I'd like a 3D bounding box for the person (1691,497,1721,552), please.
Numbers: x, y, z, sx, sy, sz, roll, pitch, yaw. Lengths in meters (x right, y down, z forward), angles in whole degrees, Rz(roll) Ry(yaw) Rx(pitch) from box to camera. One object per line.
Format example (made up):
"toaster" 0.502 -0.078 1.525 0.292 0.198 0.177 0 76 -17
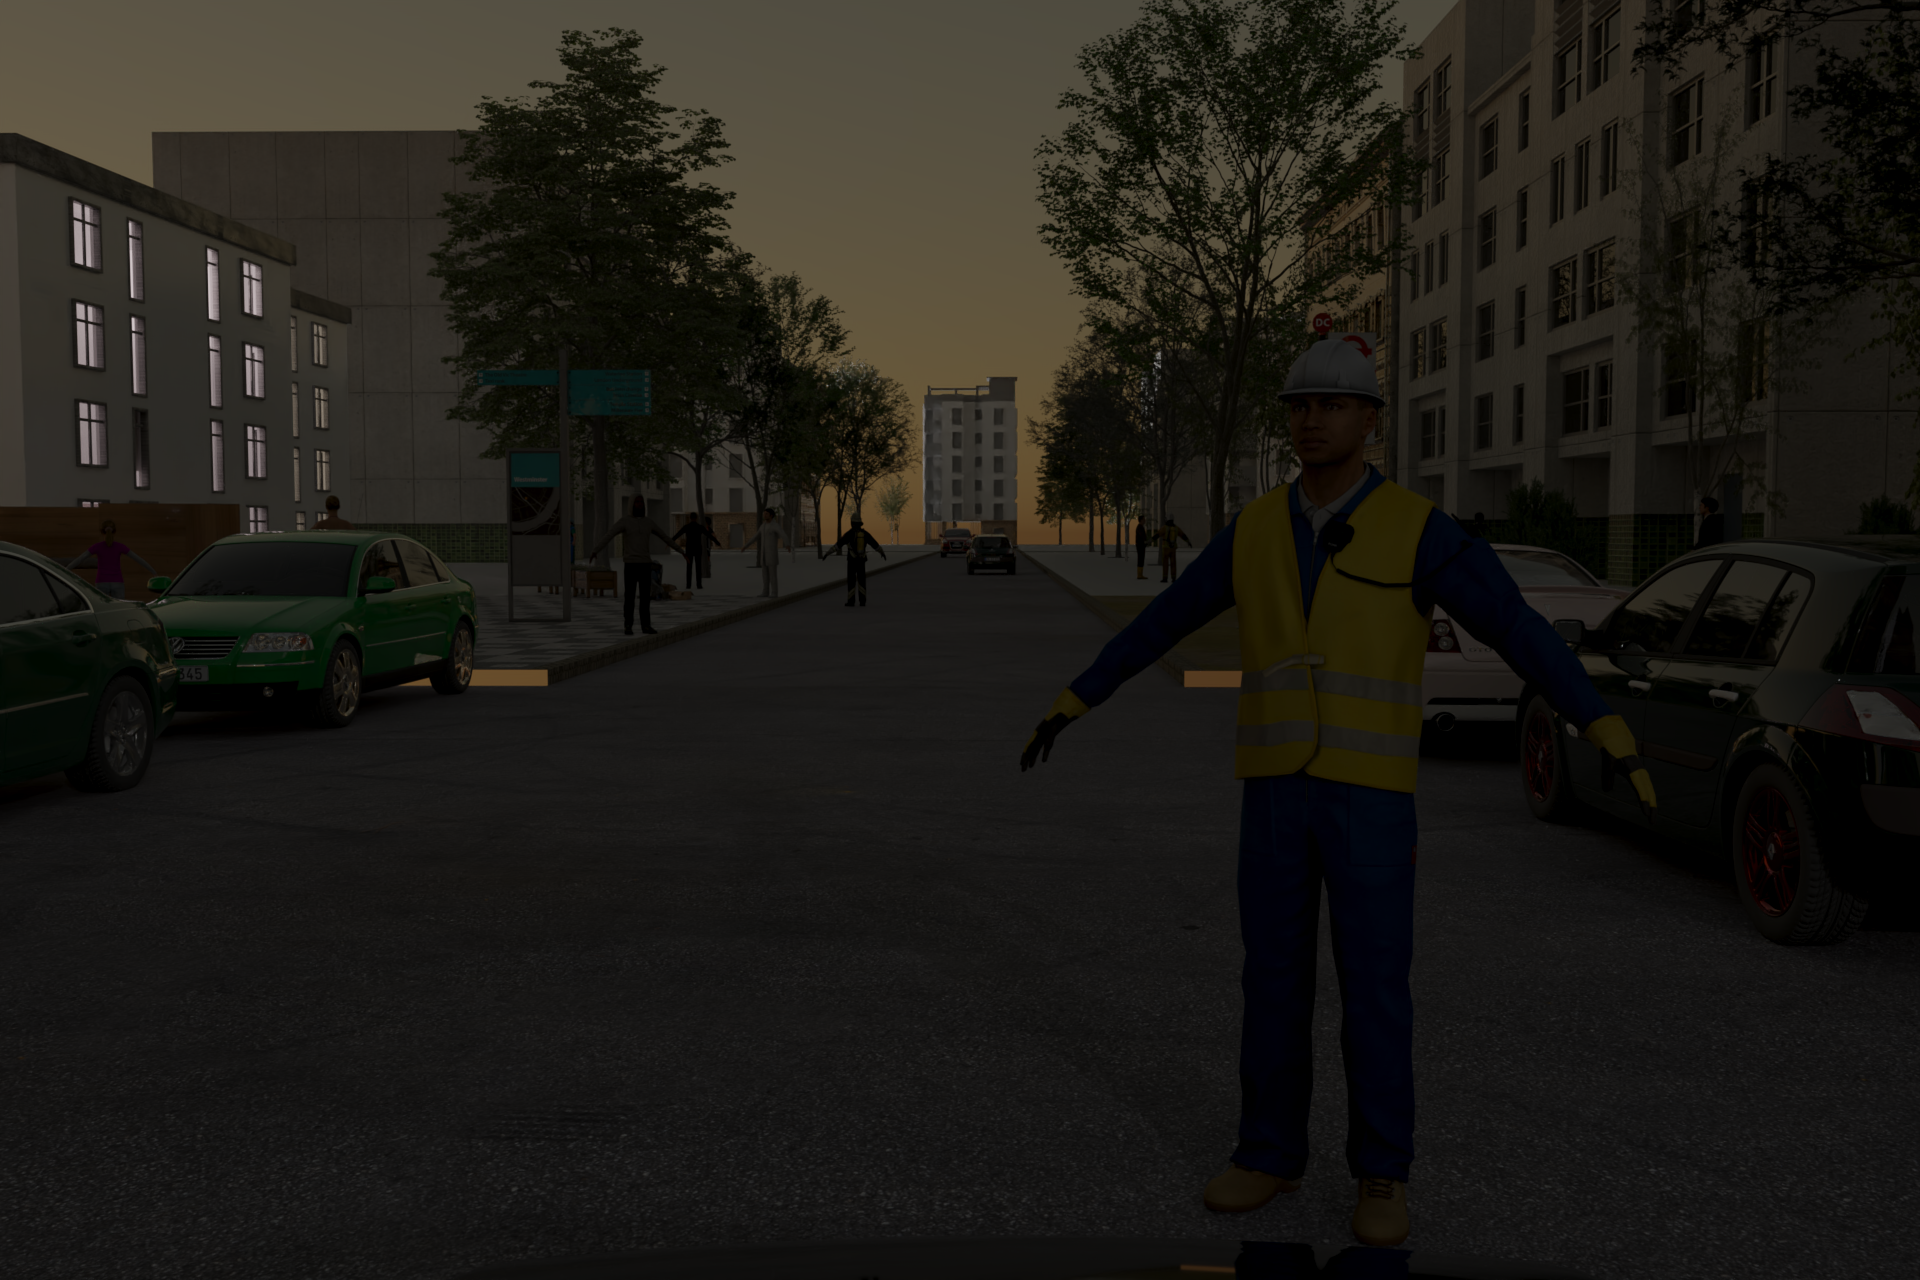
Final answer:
"person" 10.668 -1.137 24.784 0.705 1.806 1.347 2 4 34

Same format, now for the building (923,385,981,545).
"building" -4.181 -21.672 213.221 11.380 20.090 16.016 0 4 7

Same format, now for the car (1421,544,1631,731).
"car" 3.559 -0.029 12.837 2.083 1.381 4.827 0 4 0

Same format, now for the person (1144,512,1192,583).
"person" 5.524 -2.446 45.756 1.354 1.858 0.705 -1 4 -14

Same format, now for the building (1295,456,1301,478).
"building" 25.949 -9.562 98.493 9.099 9.664 28.070 0 4 1

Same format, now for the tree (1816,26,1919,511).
"tree" 13.524 -4.462 23.324 4.737 8.622 4.395 0 3 0

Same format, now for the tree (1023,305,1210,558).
"tree" 8.559 -11.178 93.138 12.009 13.543 11.850 0 3 0

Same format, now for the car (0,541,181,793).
"car" -5.587 0.212 8.335 2.131 1.459 4.920 0 4 1

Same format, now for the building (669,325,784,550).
"building" -21.345 -17.641 144.848 16.016 20.090 11.380 0 4 2

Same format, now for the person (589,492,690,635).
"person" -4.118 -0.981 22.165 1.348 1.813 0.705 -2 4 -31

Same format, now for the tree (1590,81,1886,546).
"tree" 12.301 -4.814 29.069 4.360 8.622 3.978 0 3 0

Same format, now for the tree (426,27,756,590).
"tree" -8.271 -7.399 39.107 7.486 12.596 7.792 0 3 0

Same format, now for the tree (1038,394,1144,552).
"tree" 9.284 -12.451 121.706 7.486 12.596 7.792 0 3 0

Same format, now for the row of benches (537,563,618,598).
"row of benches" -8.108 -1.283 36.438 1.422 0.672 4.104 -2 4 -27

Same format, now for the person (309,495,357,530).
"person" -7.365 -0.827 20.329 1.217 1.733 0.721 -2 4 -30

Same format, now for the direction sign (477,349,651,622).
"direction sign" -5.722 -2.261 25.733 2.525 3.948 1.411 0 4 2

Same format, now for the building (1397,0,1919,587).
"building" 24.748 -11.201 49.589 16.747 18.905 31.486 0 4 1

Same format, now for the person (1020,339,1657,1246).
"person" 0.758 0.294 3.625 1.349 1.833 0.705 2 4 32

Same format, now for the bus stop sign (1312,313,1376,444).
"bus stop sign" 4.587 -1.974 20.975 0.855 3.939 0.416 0 4 1

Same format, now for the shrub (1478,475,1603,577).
"shrub" 7.285 -1.071 21.929 1.690 2.028 1.600 0 3 0

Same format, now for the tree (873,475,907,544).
"tree" -8.144 -16.088 213.402 4.360 8.622 3.978 0 3 0

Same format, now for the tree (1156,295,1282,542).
"tree" 7.708 -6.343 54.071 4.360 8.622 3.978 0 3 0

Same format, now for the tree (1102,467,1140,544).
"tree" 21.145 -18.062 213.447 7.486 12.596 7.792 0 3 0

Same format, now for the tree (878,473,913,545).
"tree" -7.687 -15.727 207.501 4.737 8.622 4.395 0 3 0

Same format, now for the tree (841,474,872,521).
"tree" -12.223 -15.731 207.558 4.360 8.622 3.978 0 3 0

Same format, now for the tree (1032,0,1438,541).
"tree" 4.909 -6.486 31.806 9.928 11.665 9.643 0 3 0

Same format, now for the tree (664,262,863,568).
"tree" -7.541 -8.560 65.704 9.928 11.665 9.643 0 3 0

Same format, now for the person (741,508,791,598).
"person" -3.879 -1.765 35.045 1.347 1.806 0.705 3 4 38

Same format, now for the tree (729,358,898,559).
"tree" -7.280 -9.450 88.926 8.767 10.594 7.601 -2 4 -24

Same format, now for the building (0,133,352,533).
"building" -23.805 -6.632 50.573 9.099 9.664 28.070 0 4 2

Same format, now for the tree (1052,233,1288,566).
"tree" 8.332 -9.767 70.059 12.009 13.543 11.850 0 3 0

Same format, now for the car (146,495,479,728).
"car" -5.371 -0.331 14.201 1.959 1.807 4.718 0 4 2

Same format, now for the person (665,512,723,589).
"person" -6.230 -2.099 40.546 1.346 1.802 0.704 0 4 -4

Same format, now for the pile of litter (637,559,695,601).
"pile of litter" -5.806 -1.227 34.033 1.176 0.858 1.719 0 4 0

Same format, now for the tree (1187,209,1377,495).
"tree" 7.400 -5.486 40.055 4.737 8.622 4.395 0 3 0

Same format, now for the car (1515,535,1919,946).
"car" 3.705 0.146 7.402 2.009 1.686 4.222 0 4 1

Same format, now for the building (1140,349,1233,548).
"building" 27.720 -18.796 173.764 16.747 18.905 31.486 0 4 2

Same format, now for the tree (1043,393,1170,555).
"tree" 8.785 -10.437 105.053 8.767 10.594 7.601 1 4 17

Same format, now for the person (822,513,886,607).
"person" -2.061 -1.596 34.330 1.354 1.856 0.705 -2 4 -25

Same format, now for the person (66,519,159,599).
"person" -8.832 -0.533 17.984 0.991 1.433 0.599 -2 4 -30

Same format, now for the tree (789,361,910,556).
"tree" -7.009 -10.826 102.757 9.928 11.665 9.643 0 3 0

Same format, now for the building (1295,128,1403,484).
"building" 25.714 -14.906 74.634 19.493 23.208 18.063 0 4 1

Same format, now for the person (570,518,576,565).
"person" -12.637 -3.051 56.009 0.704 1.817 1.347 -2 4 -32

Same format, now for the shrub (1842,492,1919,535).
"shrub" 17.440 -1.753 32.704 1.661 2.075 1.752 0 3 0

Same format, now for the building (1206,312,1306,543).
"building" 26.355 -17.850 148.275 16.016 20.090 11.380 0 4 1

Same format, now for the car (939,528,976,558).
"car" -0.141 -5.998 106.748 2.281 1.827 5.304 0 4 1

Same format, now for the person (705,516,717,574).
"person" -7.922 -2.919 53.869 0.704 1.843 1.345 -3 5 -45

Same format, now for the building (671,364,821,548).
"building" -24.050 -20.816 171.277 19.493 23.208 18.063 0 4 1

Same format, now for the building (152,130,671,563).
"building" -26.747 -13.799 92.071 16.747 18.905 31.486 0 4 1

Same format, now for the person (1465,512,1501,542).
"person" 10.863 -1.812 36.346 1.216 1.740 0.721 0 4 8

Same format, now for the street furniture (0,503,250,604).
"street furniture" -12.776 -1.313 28.325 9.812 1.723 11.010 -1 4 -21

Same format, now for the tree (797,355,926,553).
"tree" -6.943 -12.690 117.844 12.009 13.543 11.850 0 3 0

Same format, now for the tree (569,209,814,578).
"tree" -7.734 -7.075 50.094 7.601 10.594 8.767 0 4 -1

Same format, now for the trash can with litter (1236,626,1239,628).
"trash can with litter" 4.599 -0.712 22.695 1.678 1.210 2.233 0 4 0

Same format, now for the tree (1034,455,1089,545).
"tree" 12.611 -17.887 210.576 7.486 12.596 7.792 0 3 0

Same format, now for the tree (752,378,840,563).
"tree" -7.335 -7.687 76.038 4.737 8.622 4.395 0 3 0

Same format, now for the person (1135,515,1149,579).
"person" 5.171 -2.630 49.132 0.704 1.812 1.346 0 4 -1

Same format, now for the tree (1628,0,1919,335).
"tree" 9.922 -4.904 14.596 8.767 10.594 7.601 -1 4 -14

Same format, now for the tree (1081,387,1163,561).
"tree" 7.889 -8.005 81.242 4.360 8.622 3.978 0 3 0

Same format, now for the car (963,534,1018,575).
"car" 1.108 -3.202 62.147 2.009 1.686 4.222 0 4 0
